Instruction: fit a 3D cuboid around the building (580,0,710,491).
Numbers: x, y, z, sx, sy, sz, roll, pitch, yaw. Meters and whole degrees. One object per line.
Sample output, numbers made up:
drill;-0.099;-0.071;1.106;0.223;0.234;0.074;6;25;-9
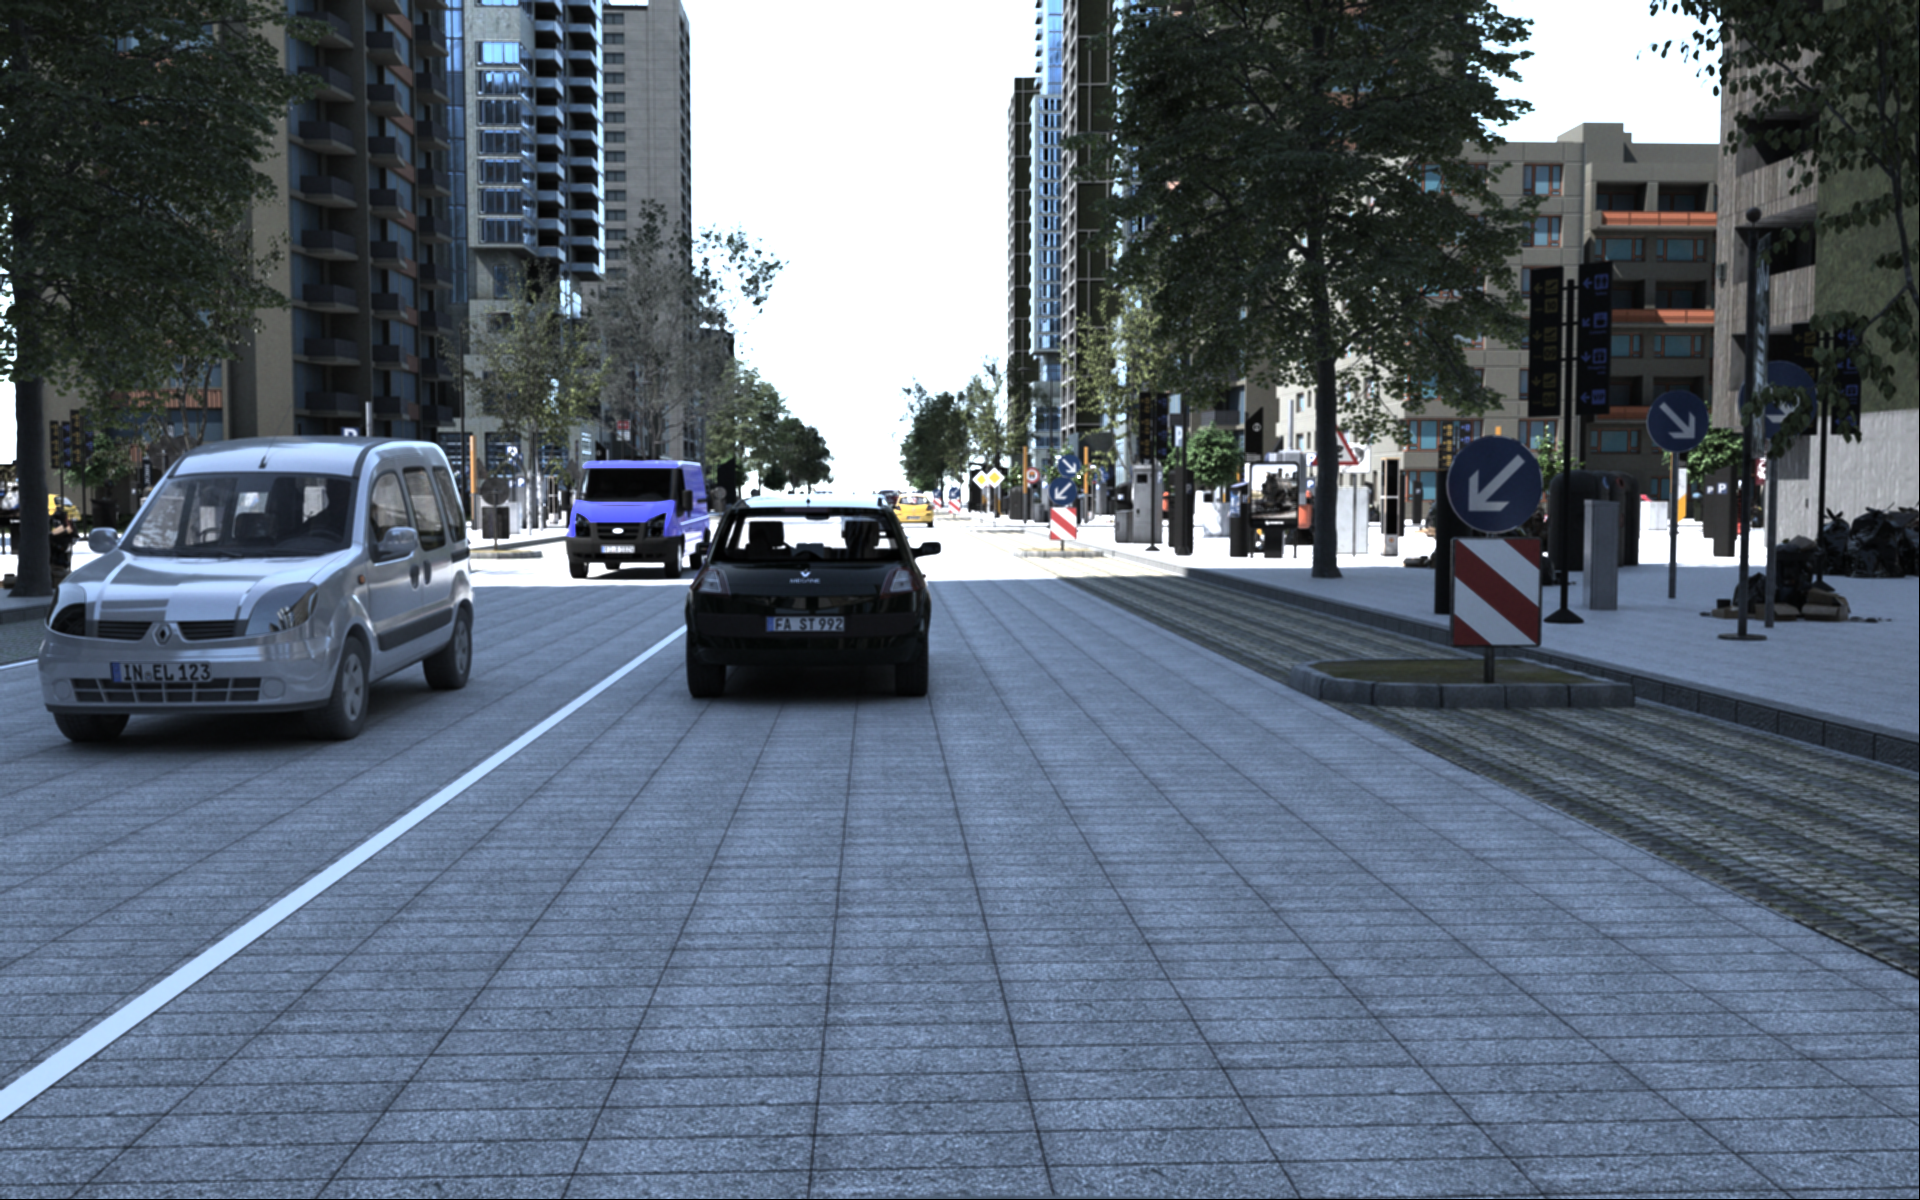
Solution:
building;-47.685;-49.867;253.584;20.563;71.187;20.611;0;4;-3

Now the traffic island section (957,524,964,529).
traffic island section;0.926;-3.076;72.569;2.009;0.180;2.903;0;4;-3

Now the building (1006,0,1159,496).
building;19.553;-58.551;269.973;22.319;86.520;31.000;0;4;-3

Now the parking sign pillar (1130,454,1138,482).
parking sign pillar;11.880;-7.812;116.195;1.447;3.967;1.447;-1;4;-17

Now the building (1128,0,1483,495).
building;25.435;-29.044;129.487;22.147;44.769;28.867;0;4;-3

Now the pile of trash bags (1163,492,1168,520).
pile of trash bags;9.902;-4.692;86.459;1.912;1.369;3.447;-1;4;-10

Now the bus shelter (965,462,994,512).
bus shelter;1.415;-8.451;129.459;1.731;3.624;6.357;0;4;-3

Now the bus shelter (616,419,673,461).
bus shelter;-17.528;-7.238;95.965;2.179;5.291;8.768;0;4;-3

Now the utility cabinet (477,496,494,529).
utility cabinet;-17.093;-3.177;63.108;1.020;1.237;0.306;0;4;5

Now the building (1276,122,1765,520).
building;35.691;-15.563;99.497;28.899;21.520;27.650;0;4;-3

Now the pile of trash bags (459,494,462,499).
pile of trash bags;-26.433;-4.679;86.254;3.447;1.369;1.912;1;4;12

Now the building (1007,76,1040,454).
building;16.799;-52.497;296.574;20.563;71.187;20.611;0;4;-3

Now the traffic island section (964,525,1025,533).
traffic island section;1.307;-2.588;64.593;2.009;0.180;2.903;0;4;-3

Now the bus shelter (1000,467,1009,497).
bus shelter;3.055;-9.395;144.884;1.731;3.624;6.357;0;4;-3

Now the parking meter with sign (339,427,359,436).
parking meter with sign;-16.559;-3.022;45.667;1.738;3.016;0.543;3;4;37

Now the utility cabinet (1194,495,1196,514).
utility cabinet;14.997;-5.982;108.962;1.020;1.237;0.306;-1;4;-19

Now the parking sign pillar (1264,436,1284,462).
parking sign pillar;14.409;-5.576;79.632;1.447;3.967;1.447;2;4;33

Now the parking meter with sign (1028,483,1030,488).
parking meter with sign;3.825;-5.638;88.435;1.738;3.016;0.543;-1;4;-10

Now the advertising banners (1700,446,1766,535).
advertising banners;24.209;-3.535;53.978;2.074;3.025;0.090;1;4;13

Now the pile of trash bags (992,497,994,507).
pile of trash bags;2.779;-7.863;138.309;3.447;1.369;1.912;0;4;-6

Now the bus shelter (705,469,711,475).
bus shelter;-19.240;-8.038;125.337;2.014;3.302;5.546;0;4;-3

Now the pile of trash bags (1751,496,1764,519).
pile of trash bags;38.005;-4.472;82.877;3.447;1.369;1.912;1;4;21

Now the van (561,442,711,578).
van;-5.746;-1.642;31.232;2.240;2.365;5.245;0;4;-2

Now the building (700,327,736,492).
building;-46.183;-32.183;297.888;14.160;30.474;14.107;0;4;-3

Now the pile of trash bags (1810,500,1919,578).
pile of trash bags;15.269;-1.060;27.077;3.447;1.369;1.912;0;4;7

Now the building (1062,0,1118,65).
building;20.729;-46.529;198.998;20.563;71.187;20.611;0;4;-3

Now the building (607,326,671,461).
building;-47.627;-21.181;191.356;27.650;21.520;28.899;0;4;-3

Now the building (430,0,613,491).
building;-44.012;-51.777;159.226;22.319;86.520;31.000;0;4;-3

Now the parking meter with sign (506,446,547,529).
parking meter with sign;-15.909;-4.126;63.722;0.543;3.016;1.738;1;4;23

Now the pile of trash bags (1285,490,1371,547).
pile of trash bags;8.918;-2.044;43.174;1.912;1.369;3.447;2;4;24

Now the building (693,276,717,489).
building;-54.503;-35.815;277.459;32.217;40.220;23.993;0;4;-3

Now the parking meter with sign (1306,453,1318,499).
parking meter with sign;14.792;-4.704;73.173;0.543;3.016;1.738;1;4;14

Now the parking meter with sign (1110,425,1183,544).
parking meter with sign;4.841;-2.954;44.564;1.738;3.016;0.543;2;4;33

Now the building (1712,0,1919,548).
building;24.695;-16.280;37.877;14.160;30.474;14.107;0;4;-3

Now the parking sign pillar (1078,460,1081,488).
parking sign pillar;8.983;-8.986;135.389;1.447;3.967;1.447;2;4;29

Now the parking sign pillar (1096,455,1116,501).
parking sign pillar;9.788;-7.825;116.407;1.447;3.967;1.447;-2;4;-24

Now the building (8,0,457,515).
building;-43.976;-27.575;105.471;22.147;44.769;28.867;0;4;-3

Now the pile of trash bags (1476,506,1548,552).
pile of trash bags;13.219;-1.771;38.716;3.447;1.369;1.912;-1;4;-9

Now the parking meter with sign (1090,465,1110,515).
parking meter with sign;8.541;-6.617;104.455;0.543;3.016;1.738;3;5;39

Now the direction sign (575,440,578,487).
direction sign;-16.120;-4.951;72.944;0.379;3.537;0.876;-1;4;-18

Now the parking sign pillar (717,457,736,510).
parking sign pillar;-16.652;-8.264;123.581;1.447;3.967;1.447;0;4;0

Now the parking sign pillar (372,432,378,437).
parking sign pillar;-25.163;-5.343;75.831;1.447;3.967;1.447;1;4;18

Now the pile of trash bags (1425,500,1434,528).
pile of trash bags;18.352;-3.160;61.416;3.447;1.369;1.912;0;4;-3

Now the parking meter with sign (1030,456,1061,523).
parking meter with sign;3.949;-4.953;77.243;0.543;3.016;1.738;3;4;38

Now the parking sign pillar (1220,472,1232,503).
parking sign pillar;13.304;-6.002;86.612;1.447;3.967;1.447;0;4;-1

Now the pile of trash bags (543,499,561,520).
pile of trash bags;-19.588;-4.696;86.530;1.912;1.369;3.447;1;4;15

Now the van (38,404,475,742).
van;-4.415;-0.266;11.364;2.013;2.044;4.112;0;4;-3

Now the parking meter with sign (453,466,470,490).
parking meter with sign;-31.219;-6.800;107.434;1.738;3.016;0.543;2;4;30

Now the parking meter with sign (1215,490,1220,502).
parking meter with sign;14.731;-6.227;98.077;0.543;3.016;1.738;1;4;16
